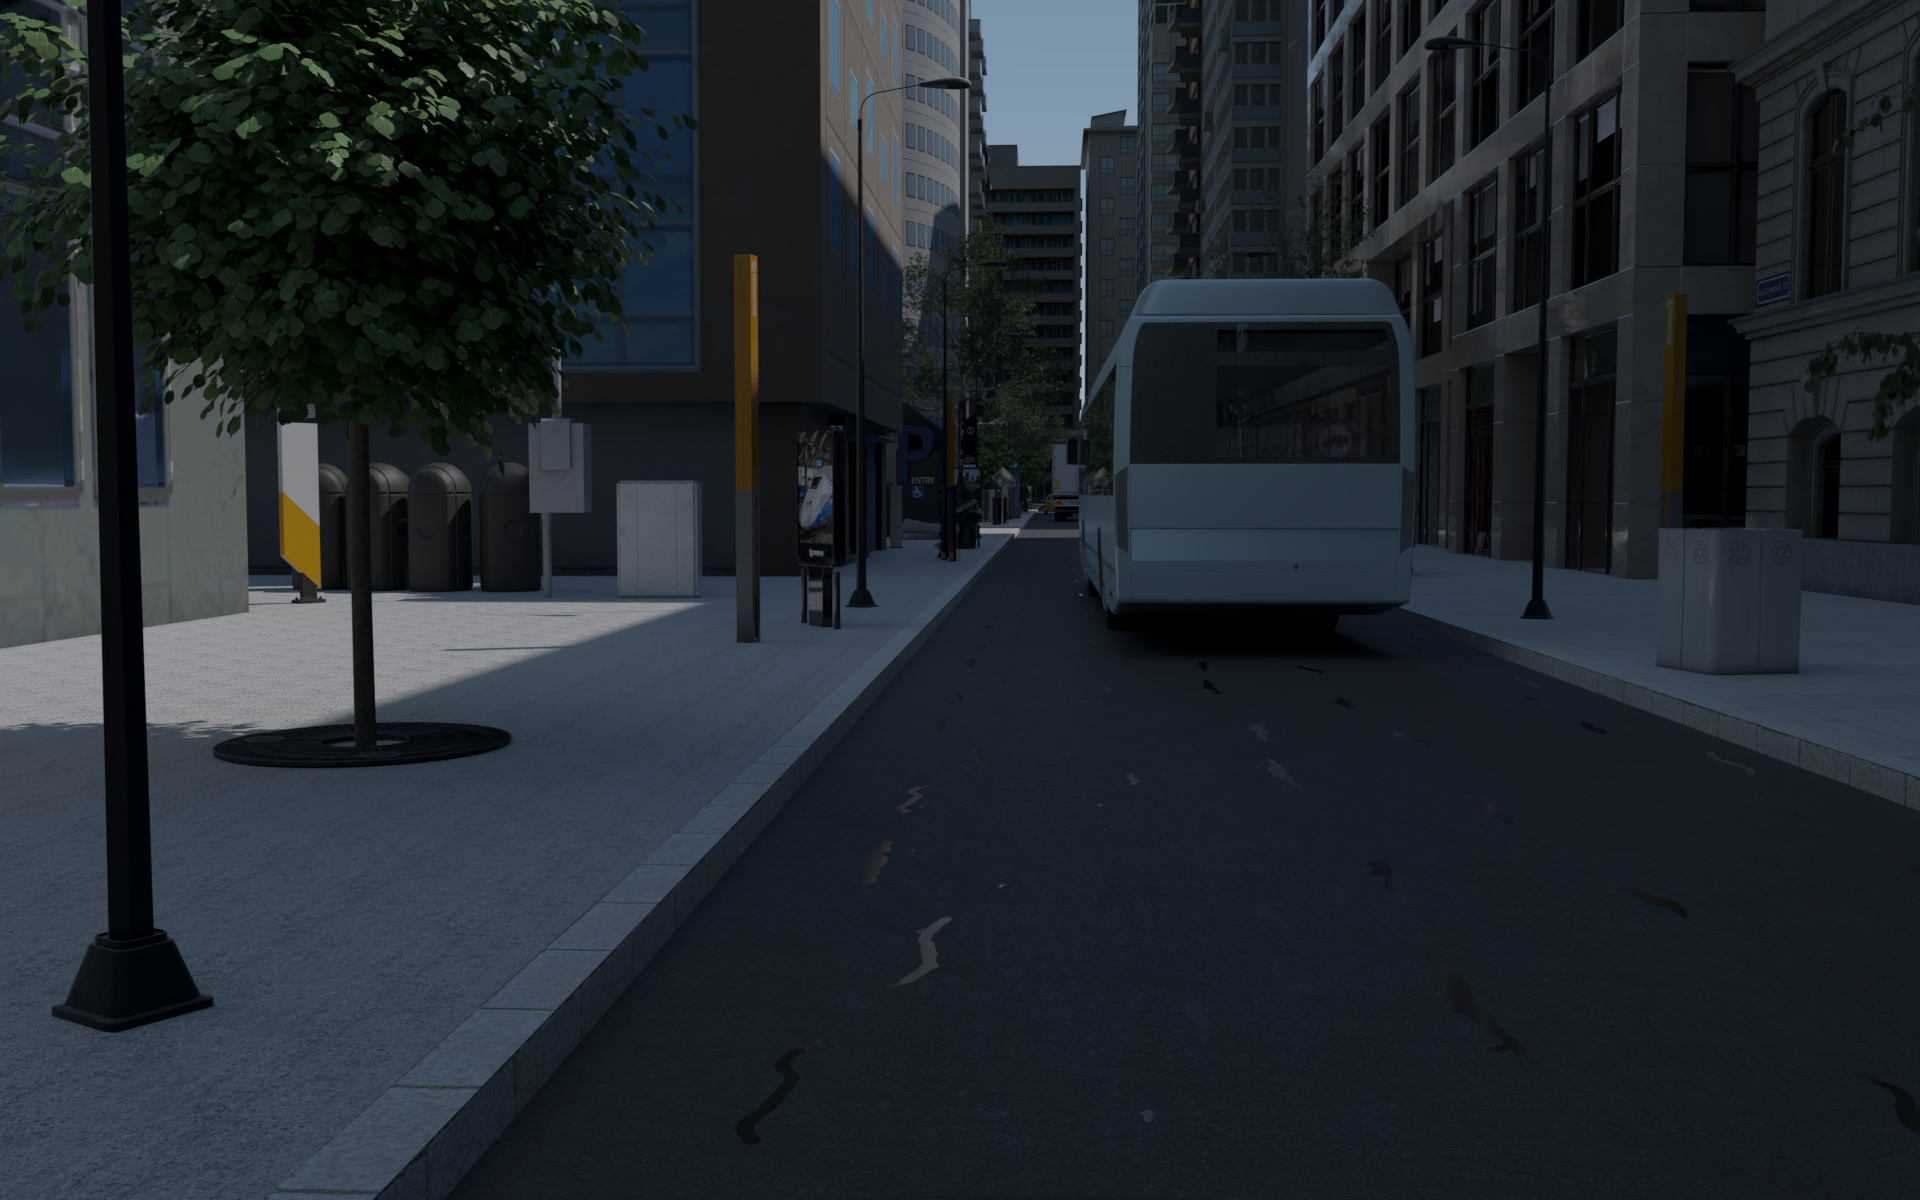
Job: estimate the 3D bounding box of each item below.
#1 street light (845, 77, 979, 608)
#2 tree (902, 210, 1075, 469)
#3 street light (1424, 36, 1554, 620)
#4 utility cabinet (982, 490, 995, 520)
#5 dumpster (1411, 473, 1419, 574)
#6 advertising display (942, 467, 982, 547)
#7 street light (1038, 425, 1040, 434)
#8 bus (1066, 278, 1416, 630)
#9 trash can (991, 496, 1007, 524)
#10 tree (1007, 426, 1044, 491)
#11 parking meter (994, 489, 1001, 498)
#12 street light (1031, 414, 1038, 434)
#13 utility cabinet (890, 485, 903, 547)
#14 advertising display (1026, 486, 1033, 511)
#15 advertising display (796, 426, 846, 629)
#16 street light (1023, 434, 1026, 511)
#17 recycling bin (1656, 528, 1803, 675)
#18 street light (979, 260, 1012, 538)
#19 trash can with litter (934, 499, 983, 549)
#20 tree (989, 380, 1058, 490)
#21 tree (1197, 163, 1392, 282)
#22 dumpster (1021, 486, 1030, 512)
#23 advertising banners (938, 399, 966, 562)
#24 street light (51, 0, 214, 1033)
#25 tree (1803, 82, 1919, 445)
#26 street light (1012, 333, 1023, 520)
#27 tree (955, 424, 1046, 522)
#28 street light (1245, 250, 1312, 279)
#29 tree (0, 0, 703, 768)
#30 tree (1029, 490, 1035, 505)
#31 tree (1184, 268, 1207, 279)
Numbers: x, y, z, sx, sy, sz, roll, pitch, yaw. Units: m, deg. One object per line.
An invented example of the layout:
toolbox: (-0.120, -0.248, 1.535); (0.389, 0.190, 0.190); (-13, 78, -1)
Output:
street light: (-0.579, -2.871, 19.484); (1.470, 5.913, 1.316); (0, 4, 3)
tree: (0.218, -7.472, 56.573); (7.601, 10.594, 8.767); (0, 4, -7)
street light: (5.416, -2.764, 17.731); (1.470, 5.913, 1.316); (0, 4, 3)
utility cabinet: (1.371, -4.680, 85.189); (0.318, 1.500, 1.173); (-1, 4, -19)
dumpster: (6.646, -1.360, 27.993); (1.264, 1.857, 1.865); (0, 4, 3)
advertising display: (0.051, -2.219, 41.488); (0.974, 1.923, 0.123); (-1, 4, -22)
street light: (3.769, -7.834, 100.626); (1.470, 5.913, 1.316); (0, 4, 3)
bus: (2.893, -1.626, 21.449); (2.948, 3.499, 13.247); (0, 4, 2)
trash can: (1.689, -3.814, 74.017); (0.748, 1.137, 0.748); (0, 3, 0)
tree: (5.810, -12.811, 159.827); (4.737, 8.622, 4.395); (0, 3, 0)
parking meter: (1.963, -4.975, 89.758); (0.372, 1.533, 0.369); (0, 3, 0)
street light: (2.971, -6.923, 85.738); (1.470, 5.913, 1.316); (0, 4, 3)
utility cabinet: (-1.522, -2.011, 41.567); (0.318, 1.500, 1.173); (0, 4, -2)
advertising display: (5.204, -7.874, 133.950); (0.974, 1.923, 0.123); (3, 5, 42)
advertising display: (-1.354, -0.707, 16.770); (0.123, 1.923, 0.974); (-2, 4, -27)
street light: (2.023, -6.022, 71.002); (1.470, 5.913, 1.316); (0, 4, 3)
recycling bin: (5.598, -0.004, 12.627); (0.722, 1.027, 0.722); (-1, 4, -11)
street light: (0.242, -3.796, 34.612); (1.470, 5.913, 1.316); (0, 4, 3)
trash can with litter: (-0.035, -1.769, 40.312); (1.055, 1.170, 0.624); (-2, 4, -27)
tree: (3.846, -9.873, 111.791); (4.360, 8.622, 3.978); (0, 3, 0)
tree: (7.379, -5.355, 37.911); (4.360, 8.622, 3.978); (0, 3, 0)
dumpster: (4.150, -7.279, 121.497); (1.502, 2.255, 1.985); (0, 4, 3)
advertising banners: (-0.146, -2.253, 33.027); (0.090, 3.025, 2.074); (-1, 4, -13)
street light: (-1.516, -1.930, 4.091); (1.470, 5.913, 1.316); (0, 4, 3)
tree: (5.372, -3.487, 7.370); (4.360, 8.622, 3.978); (0, 3, 0)
street light: (1.012, -4.749, 50.185); (1.470, 5.913, 1.316); (0, 4, 3)
tree: (1.115, -5.891, 80.030); (4.285, 4.588, 4.351); (0, 3, 0)
street light: (6.141, -3.708, 33.166); (1.470, 5.913, 1.316); (0, 4, 3)
tree: (-2.936, -1.527, 8.674); (4.285, 4.588, 4.351); (0, 3, 0)
tree: (8.194, -12.917, 205.793); (1.663, 3.219, 1.824); (0, 3, 0)
tree: (8.070, -6.461, 55.993); (4.737, 8.622, 4.395); (0, 3, 0)
